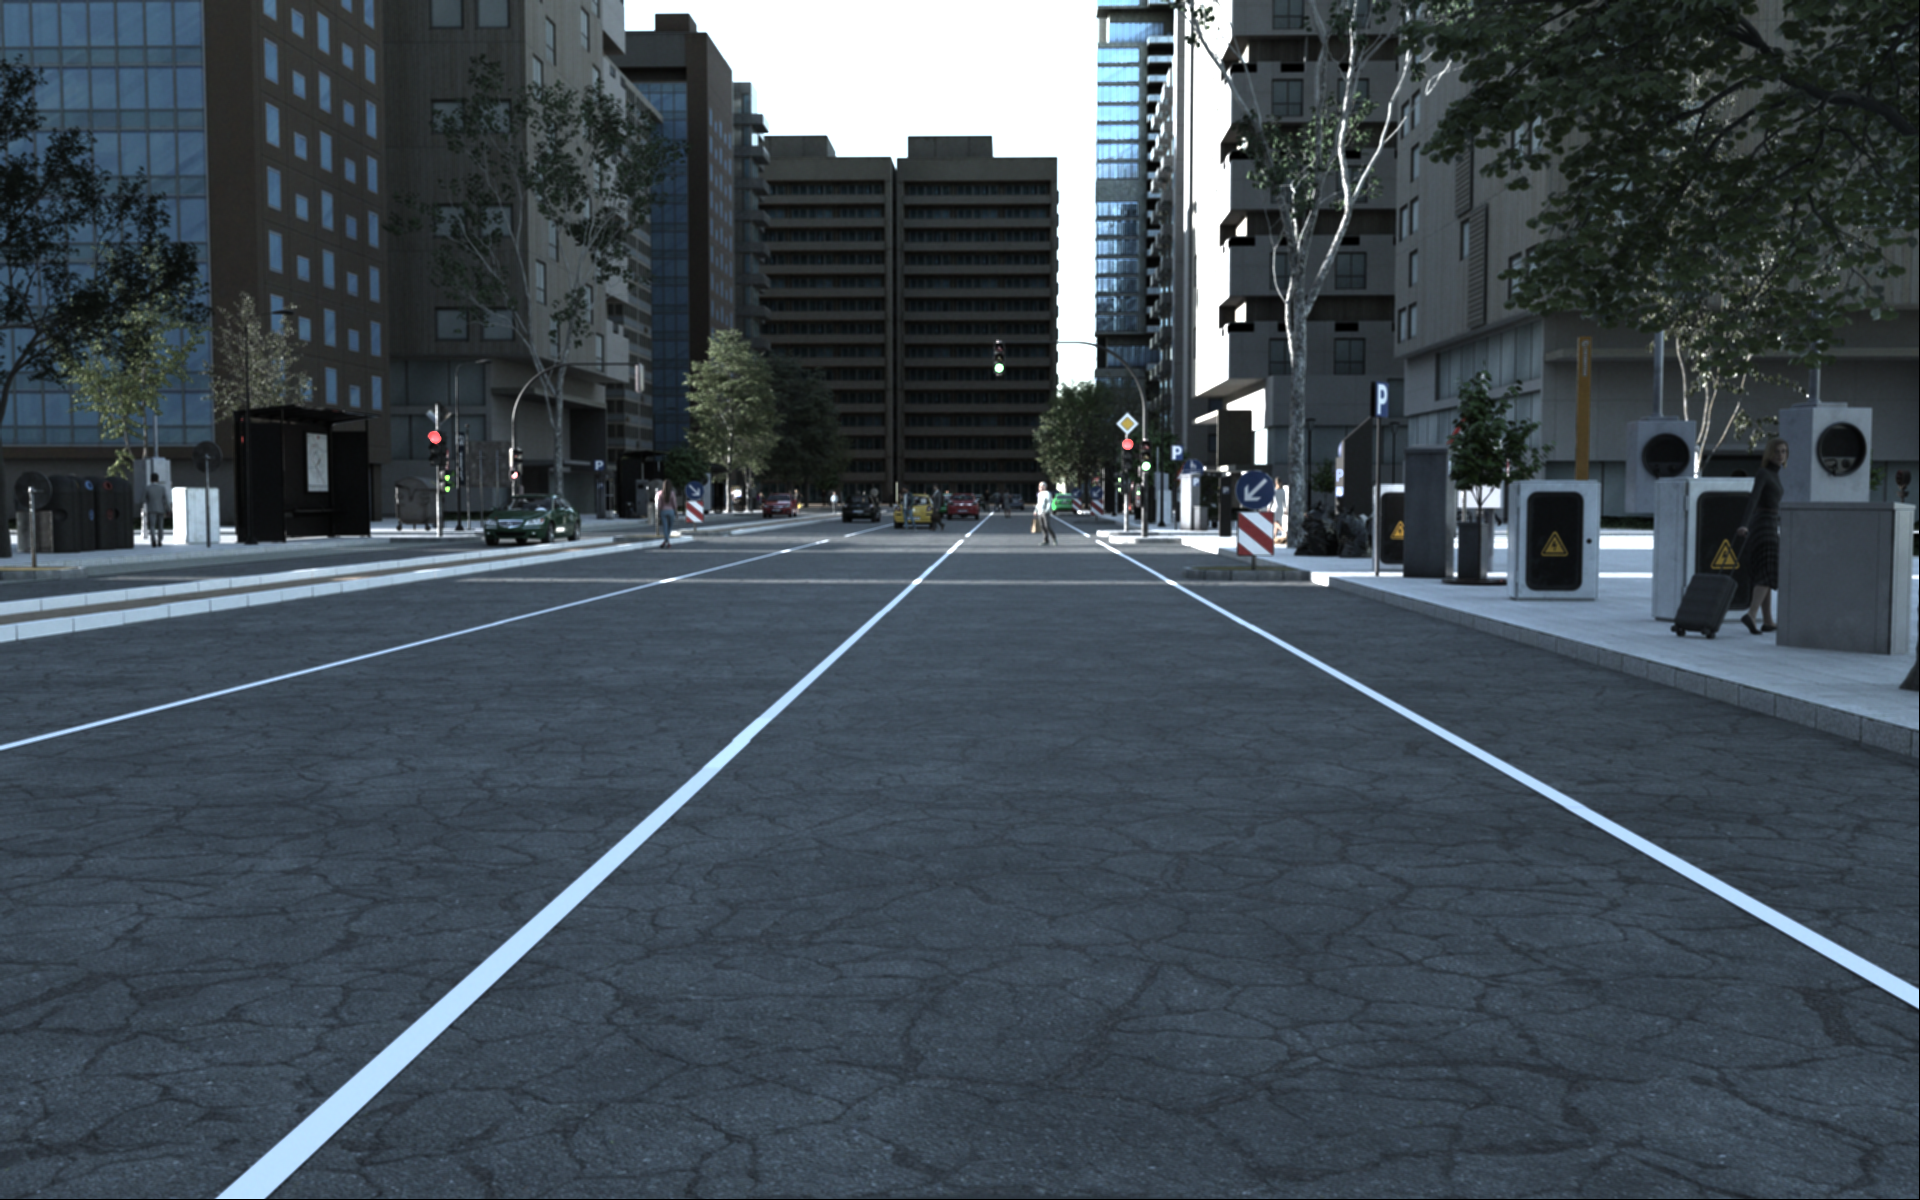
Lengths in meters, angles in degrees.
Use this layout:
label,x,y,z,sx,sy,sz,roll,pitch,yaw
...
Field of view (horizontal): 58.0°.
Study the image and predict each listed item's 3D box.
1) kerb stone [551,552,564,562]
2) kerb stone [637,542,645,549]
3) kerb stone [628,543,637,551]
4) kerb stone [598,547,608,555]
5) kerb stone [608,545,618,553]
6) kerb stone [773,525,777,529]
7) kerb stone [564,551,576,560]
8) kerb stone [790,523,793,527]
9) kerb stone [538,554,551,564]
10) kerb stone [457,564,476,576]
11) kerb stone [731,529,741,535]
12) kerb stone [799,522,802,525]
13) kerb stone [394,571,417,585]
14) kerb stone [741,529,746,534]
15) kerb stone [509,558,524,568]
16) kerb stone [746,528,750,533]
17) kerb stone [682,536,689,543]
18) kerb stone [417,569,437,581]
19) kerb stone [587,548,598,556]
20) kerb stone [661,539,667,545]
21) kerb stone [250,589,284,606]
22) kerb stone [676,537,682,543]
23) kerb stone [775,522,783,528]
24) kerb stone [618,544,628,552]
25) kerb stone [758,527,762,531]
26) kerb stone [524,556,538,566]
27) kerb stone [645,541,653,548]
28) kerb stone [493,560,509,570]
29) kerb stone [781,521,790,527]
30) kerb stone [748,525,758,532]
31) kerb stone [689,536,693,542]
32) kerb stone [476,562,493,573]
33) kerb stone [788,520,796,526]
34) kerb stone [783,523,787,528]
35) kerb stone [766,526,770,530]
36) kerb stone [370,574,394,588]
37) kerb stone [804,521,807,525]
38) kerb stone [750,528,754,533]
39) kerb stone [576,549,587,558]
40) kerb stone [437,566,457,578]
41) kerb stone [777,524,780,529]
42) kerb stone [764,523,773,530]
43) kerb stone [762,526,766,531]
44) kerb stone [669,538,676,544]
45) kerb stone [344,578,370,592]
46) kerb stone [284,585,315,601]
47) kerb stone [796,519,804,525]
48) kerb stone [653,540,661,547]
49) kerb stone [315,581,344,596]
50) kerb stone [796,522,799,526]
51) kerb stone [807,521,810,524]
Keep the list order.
label,x,y,z,sx,sy,sz,roll,pitch,yaw
kerb stone,-8.695,-0.896,36.969,0.120,0.150,1.000,0,4,2
kerb stone,-8.450,-1.405,45.161,0.120,0.150,1.000,0,4,2
kerb stone,-8.471,-1.339,44.140,0.120,0.150,1.000,0,4,2
kerb stone,-8.574,-1.152,41.069,0.120,0.150,1.000,0,4,2
kerb stone,-8.538,-1.217,42.090,0.120,0.150,1.000,0,4,2
kerb stone,-7.673,-2.939,70.314,0.120,0.150,1.000,0,4,2
kerb stone,-8.667,-0.966,37.996,0.120,0.150,1.000,0,4,2
kerb stone,-7.516,-3.255,75.432,0.120,0.150,1.000,0,4,2
kerb stone,-8.728,-0.841,35.947,0.120,0.150,1.000,0,4,2
kerb stone,-8.886,-0.527,30.835,0.120,0.150,1.000,0,4,2
kerb stone,-7.957,-2.374,61.095,0.120,0.150,1.000,0,4,2
kerb stone,-7.418,-3.444,78.503,0.120,0.150,1.000,0,4,2
kerb stone,-8.980,-0.340,27.759,0.120,0.150,1.000,0,4,2
kerb stone,-7.917,-2.442,62.116,0.120,0.150,1.000,0,4,2
kerb stone,-8.791,-0.711,33.902,0.120,0.150,1.000,0,4,2
kerb stone,-7.893,-2.502,63.146,0.120,0.150,1.000,0,4,2
kerb stone,-8.252,-1.774,51.306,0.120,0.150,1.000,0,4,2
kerb stone,-8.955,-0.403,28.780,0.120,0.150,1.000,0,4,2
kerb stone,-8.605,-1.092,40.047,0.120,0.150,1.000,0,4,2
kerb stone,-8.348,-1.593,48.238,0.120,0.150,1.000,0,4,2
kerb stone,-9.136,-0.027,22.629,0.120,0.150,1.000,0,4,2
kerb stone,-8.289,-1.718,50.285,0.120,0.150,1.000,0,4,2
kerb stone,-7.613,-3.064,72.363,0.120,0.150,1.000,0,4,2
kerb stone,-8.505,-1.280,43.118,0.120,0.150,1.000,0,4,2
kerb stone,-7.797,-2.692,66.217,0.120,0.150,1.000,0,4,2
kerb stone,-8.757,-0.778,34.923,0.120,0.150,1.000,0,4,2
kerb stone,-8.417,-1.467,46.187,0.120,0.150,1.000,0,4,2
kerb stone,-8.821,-0.653,32.881,0.120,0.150,1.000,0,4,2
kerb stone,-7.550,-3.193,74.410,0.120,0.150,1.000,0,4,2
kerb stone,-7.828,-2.629,65.193,0.120,0.150,1.000,0,4,2
kerb stone,-8.225,-1.842,52.327,0.120,0.150,1.000,0,4,2
kerb stone,-8.857,-0.591,31.857,0.120,0.150,1.000,0,4,2
kerb stone,-7.479,-3.319,76.459,0.120,0.150,1.000,0,4,2
kerb stone,-7.576,-3.129,73.384,0.120,0.150,1.000,0,4,2
kerb stone,-7.737,-2.818,68.264,0.120,0.150,1.000,0,4,2
kerb stone,-9.011,-0.273,26.738,0.120,0.150,1.000,0,4,2
kerb stone,-7.359,-3.569,80.555,0.120,0.150,1.000,0,4,2
kerb stone,-7.865,-2.566,64.171,0.120,0.150,1.000,0,4,2
kerb stone,-8.636,-1.029,39.026,0.120,0.150,1.000,0,4,2
kerb stone,-8.916,-0.463,29.812,0.120,0.150,1.000,0,4,2
kerb stone,-7.644,-3.003,71.340,0.120,0.150,1.000,0,4,2
kerb stone,-7.703,-2.880,69.292,0.120,0.150,1.000,0,4,2
kerb stone,-7.760,-2.747,67.242,0.120,0.150,1.000,0,4,2
kerb stone,-8.321,-1.656,49.263,0.120,0.150,1.000,0,4,2
kerb stone,-9.038,-0.211,25.710,0.120,0.150,1.000,0,4,2
kerb stone,-9.110,-0.089,23.658,0.120,0.150,1.000,0,4,2
kerb stone,-7.391,-3.507,79.530,0.120,0.150,1.000,0,4,2
kerb stone,-8.379,-1.530,47.208,0.120,0.150,1.000,0,4,2
kerb stone,-9.072,-0.152,24.679,0.120,0.150,1.000,0,4,2
kerb stone,-7.450,-3.381,77.481,0.120,0.150,1.000,0,4,2
kerb stone,-7.325,-3.633,81.592,0.120,0.150,1.000,0,4,2
